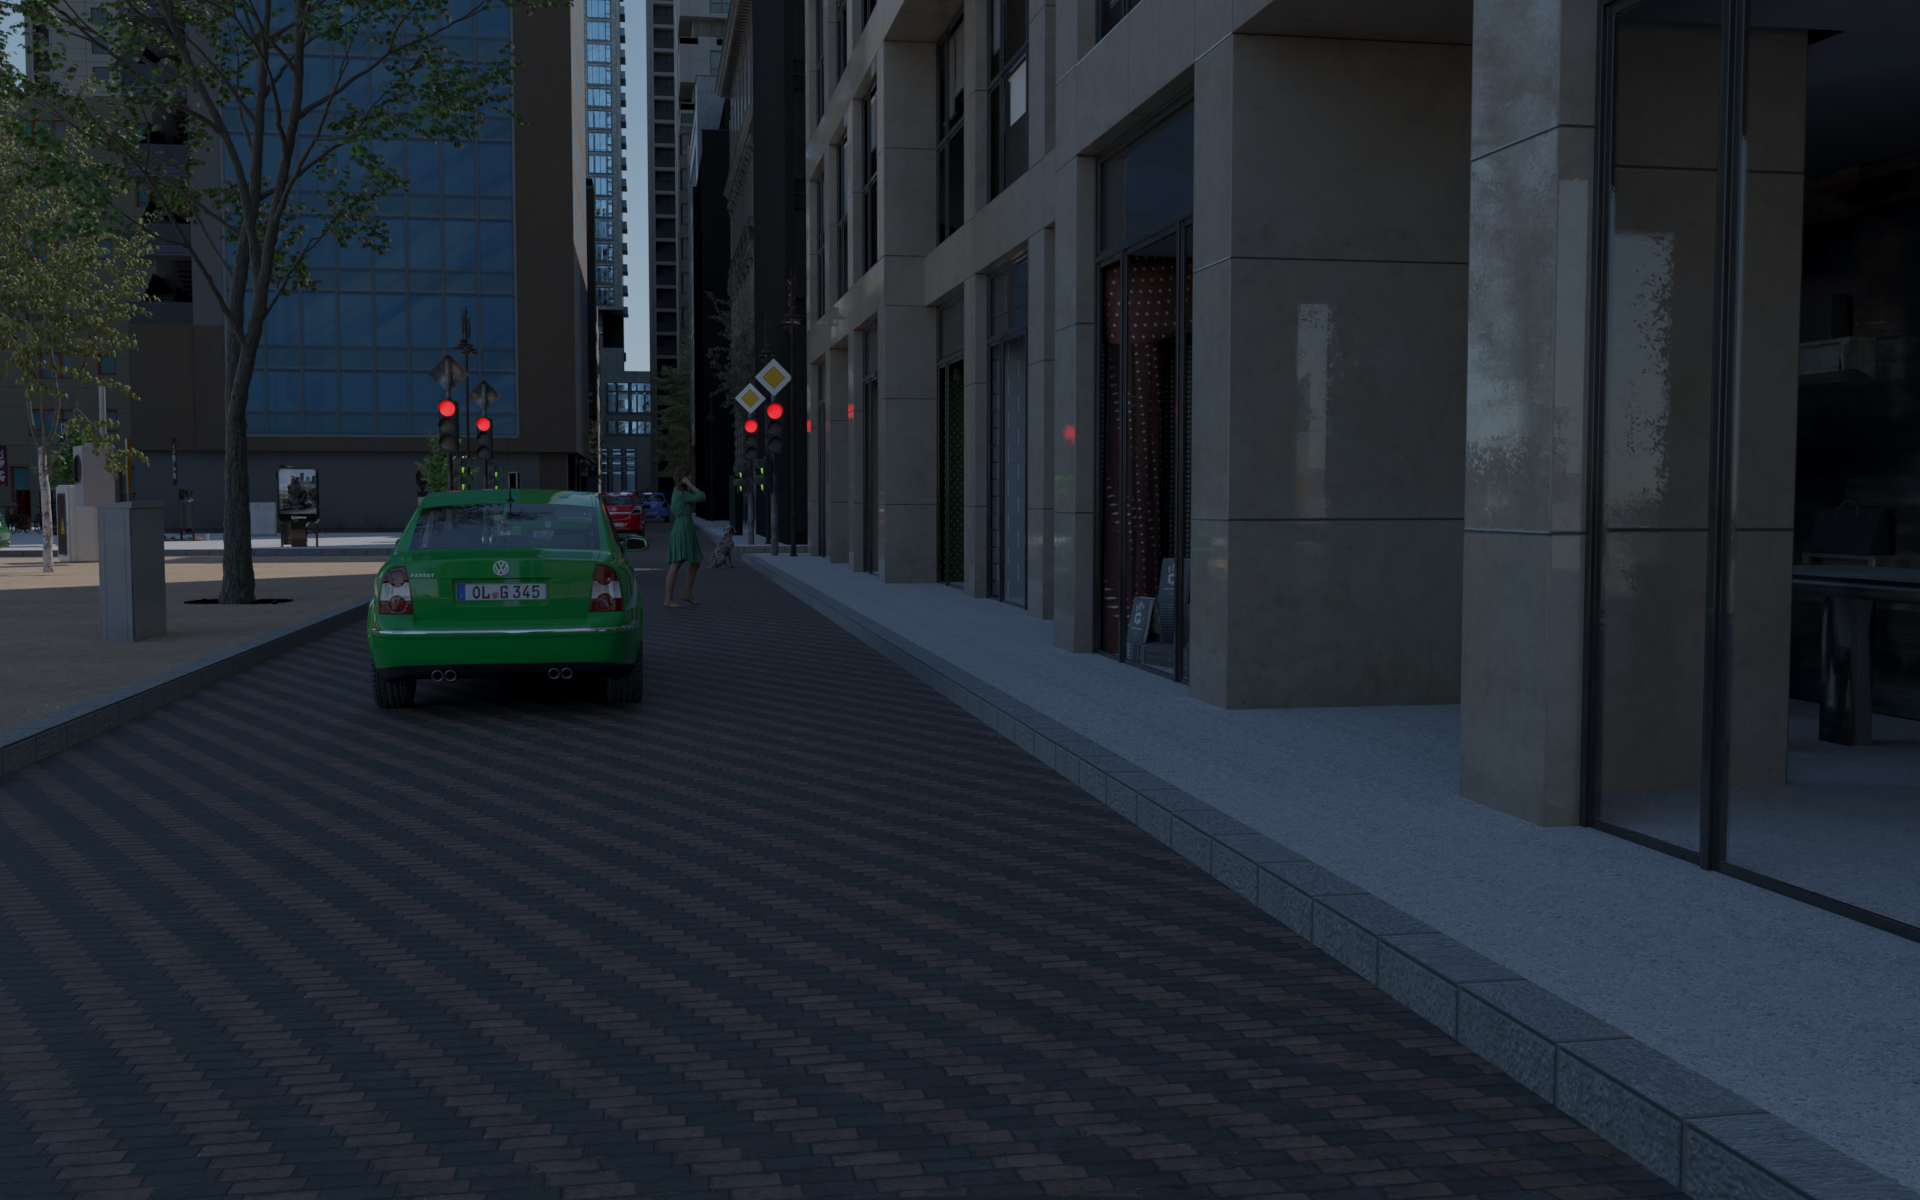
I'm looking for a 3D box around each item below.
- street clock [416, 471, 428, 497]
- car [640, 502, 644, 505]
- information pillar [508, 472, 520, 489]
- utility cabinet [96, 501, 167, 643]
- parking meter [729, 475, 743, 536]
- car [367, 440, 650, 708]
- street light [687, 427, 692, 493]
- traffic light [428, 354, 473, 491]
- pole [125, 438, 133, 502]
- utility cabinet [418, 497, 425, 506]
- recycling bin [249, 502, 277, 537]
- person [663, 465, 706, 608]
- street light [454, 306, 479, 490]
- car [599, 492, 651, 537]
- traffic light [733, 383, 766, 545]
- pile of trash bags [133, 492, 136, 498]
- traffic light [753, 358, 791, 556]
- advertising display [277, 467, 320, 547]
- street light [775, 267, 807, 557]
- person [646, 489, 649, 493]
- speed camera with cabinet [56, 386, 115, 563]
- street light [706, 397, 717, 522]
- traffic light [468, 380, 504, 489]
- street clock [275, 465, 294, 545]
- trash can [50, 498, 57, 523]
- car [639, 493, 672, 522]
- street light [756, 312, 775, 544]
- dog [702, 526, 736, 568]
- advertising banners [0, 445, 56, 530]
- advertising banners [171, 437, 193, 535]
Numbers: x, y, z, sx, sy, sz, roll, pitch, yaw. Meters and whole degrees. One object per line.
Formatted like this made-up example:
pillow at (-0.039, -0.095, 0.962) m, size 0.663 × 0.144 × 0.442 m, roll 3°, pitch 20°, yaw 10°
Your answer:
street clock at (-16.566, -2.985, 53.383) m, size 0.358 × 2.002 × 0.471 m, roll -3°, pitch 5°, yaw -39°
car at (-15.660, -4.162, 79.845) m, size 2.131 × 1.459 × 4.920 m, roll -1°, pitch 4°, yaw -11°
information pillar at (-14.755, -3.236, 57.394) m, size 0.304 × 2.012 × 0.304 m, roll 0°, pitch 4°, yaw 6°
utility cabinet at (-7.357, -0.259, 15.393) m, size 0.306 × 1.237 × 1.020 m, roll -1°, pitch 4°, yaw -10°
parking meter at (-6.925, -2.930, 53.611) m, size 0.255 × 1.863 × 0.399 m, roll 3°, pitch 4°, yaw 37°
car at (-3.325, -0.262, 13.086) m, size 1.959 × 1.807 × 4.718 m, roll -1°, pitch 4°, yaw -11°
street light at (-18.284, -8.850, 117.482) m, size 0.468 × 5.910 × 1.993 m, roll -1°, pitch 4°, yaw -10°
traffic light at (-10.230, -2.805, 34.783) m, size 0.839 × 4.253 × 0.868 m, roll -1°, pitch 4°, yaw -10°
pole at (-30.492, -4.265, 63.576) m, size 0.158 × 3.312 × 0.155 m, roll 0°, pitch 3°, yaw 0°
utility cabinet at (-13.521, -2.032, 44.385) m, size 0.306 × 1.237 × 1.020 m, roll 1°, pitch 4°, yaw 9°
recycling bin at (-21.250, -2.457, 52.733) m, size 0.722 × 1.027 × 0.722 m, roll -2°, pitch 4°, yaw -30°
person at (-3.523, -0.806, 21.932) m, size 0.529 × 1.795 × 0.600 m, roll -2°, pitch 4°, yaw -25°
street light at (-12.162, -4.282, 42.797) m, size 0.468 × 5.910 × 1.993 m, roll -1°, pitch 4°, yaw -10°
car at (-10.795, -2.772, 54.367) m, size 2.155 × 1.783 × 4.494 m, roll -1°, pitch 4°, yaw -10°
traffic light at (-5.313, -3.357, 43.813) m, size 0.839 × 4.253 × 0.868 m, roll -1°, pitch 4°, yaw -10°
pile of trash bags at (-36.493, -3.900, 73.521) m, size 3.447 × 1.369 × 1.912 m, roll -3°, pitch 4°, yaw -37°
traffic light at (-3.876, -2.877, 35.958) m, size 0.839 × 4.253 × 0.868 m, roll -1°, pitch 4°, yaw -10°
advertising display at (-16.059, -2.253, 42.049) m, size 0.974 × 1.923 × 0.123 m, roll 0°, pitch 4°, yaw 0°
street light at (-3.423, -3.833, 35.454) m, size 0.468 × 5.910 × 1.993 m, roll -1°, pitch 4°, yaw -10°
person at (-26.486, -8.462, 146.833) m, size 0.705 × 1.826 × 1.348 m, roll 2°, pitch 4°, yaw 24°
speed camera with cabinet at (-16.264, -2.314, 32.165) m, size 0.660 × 3.252 × 2.038 m, roll -3°, pitch 5°, yaw -39°
street light at (-11.559, -6.599, 80.684) m, size 0.468 × 5.910 × 1.993 m, roll -1°, pitch 4°, yaw -10°
traffic light at (-11.667, -3.285, 42.639) m, size 0.839 × 4.253 × 0.868 m, roll -1°, pitch 4°, yaw -10°
street clock at (-17.003, -2.396, 43.739) m, size 0.471 × 2.002 × 0.358 m, roll 1°, pitch 4°, yaw 19°
trash can at (-32.233, -3.065, 61.764) m, size 0.748 × 1.137 × 0.748 m, roll 0°, pitch 3°, yaw 0°
car at (-15.815, -4.864, 89.119) m, size 1.945 × 1.707 × 3.694 m, roll -1°, pitch 4°, yaw -9°
street light at (-4.920, -4.372, 44.266) m, size 0.468 × 5.910 × 1.993 m, roll -1°, pitch 4°, yaw -10°
dog at (-4.727, -1.027, 33.632) m, size 0.800 × 0.831 × 0.513 m, roll -1°, pitch 4°, yaw -12°
advertising banners at (-33.826, -4.061, 62.579) m, size 2.074 × 3.025 × 0.090 m, roll -3°, pitch 5°, yaw -43°
advertising banners at (-24.481, -3.566, 54.495) m, size 0.090 × 3.025 × 2.074 m, roll -1°, pitch 4°, yaw -8°
